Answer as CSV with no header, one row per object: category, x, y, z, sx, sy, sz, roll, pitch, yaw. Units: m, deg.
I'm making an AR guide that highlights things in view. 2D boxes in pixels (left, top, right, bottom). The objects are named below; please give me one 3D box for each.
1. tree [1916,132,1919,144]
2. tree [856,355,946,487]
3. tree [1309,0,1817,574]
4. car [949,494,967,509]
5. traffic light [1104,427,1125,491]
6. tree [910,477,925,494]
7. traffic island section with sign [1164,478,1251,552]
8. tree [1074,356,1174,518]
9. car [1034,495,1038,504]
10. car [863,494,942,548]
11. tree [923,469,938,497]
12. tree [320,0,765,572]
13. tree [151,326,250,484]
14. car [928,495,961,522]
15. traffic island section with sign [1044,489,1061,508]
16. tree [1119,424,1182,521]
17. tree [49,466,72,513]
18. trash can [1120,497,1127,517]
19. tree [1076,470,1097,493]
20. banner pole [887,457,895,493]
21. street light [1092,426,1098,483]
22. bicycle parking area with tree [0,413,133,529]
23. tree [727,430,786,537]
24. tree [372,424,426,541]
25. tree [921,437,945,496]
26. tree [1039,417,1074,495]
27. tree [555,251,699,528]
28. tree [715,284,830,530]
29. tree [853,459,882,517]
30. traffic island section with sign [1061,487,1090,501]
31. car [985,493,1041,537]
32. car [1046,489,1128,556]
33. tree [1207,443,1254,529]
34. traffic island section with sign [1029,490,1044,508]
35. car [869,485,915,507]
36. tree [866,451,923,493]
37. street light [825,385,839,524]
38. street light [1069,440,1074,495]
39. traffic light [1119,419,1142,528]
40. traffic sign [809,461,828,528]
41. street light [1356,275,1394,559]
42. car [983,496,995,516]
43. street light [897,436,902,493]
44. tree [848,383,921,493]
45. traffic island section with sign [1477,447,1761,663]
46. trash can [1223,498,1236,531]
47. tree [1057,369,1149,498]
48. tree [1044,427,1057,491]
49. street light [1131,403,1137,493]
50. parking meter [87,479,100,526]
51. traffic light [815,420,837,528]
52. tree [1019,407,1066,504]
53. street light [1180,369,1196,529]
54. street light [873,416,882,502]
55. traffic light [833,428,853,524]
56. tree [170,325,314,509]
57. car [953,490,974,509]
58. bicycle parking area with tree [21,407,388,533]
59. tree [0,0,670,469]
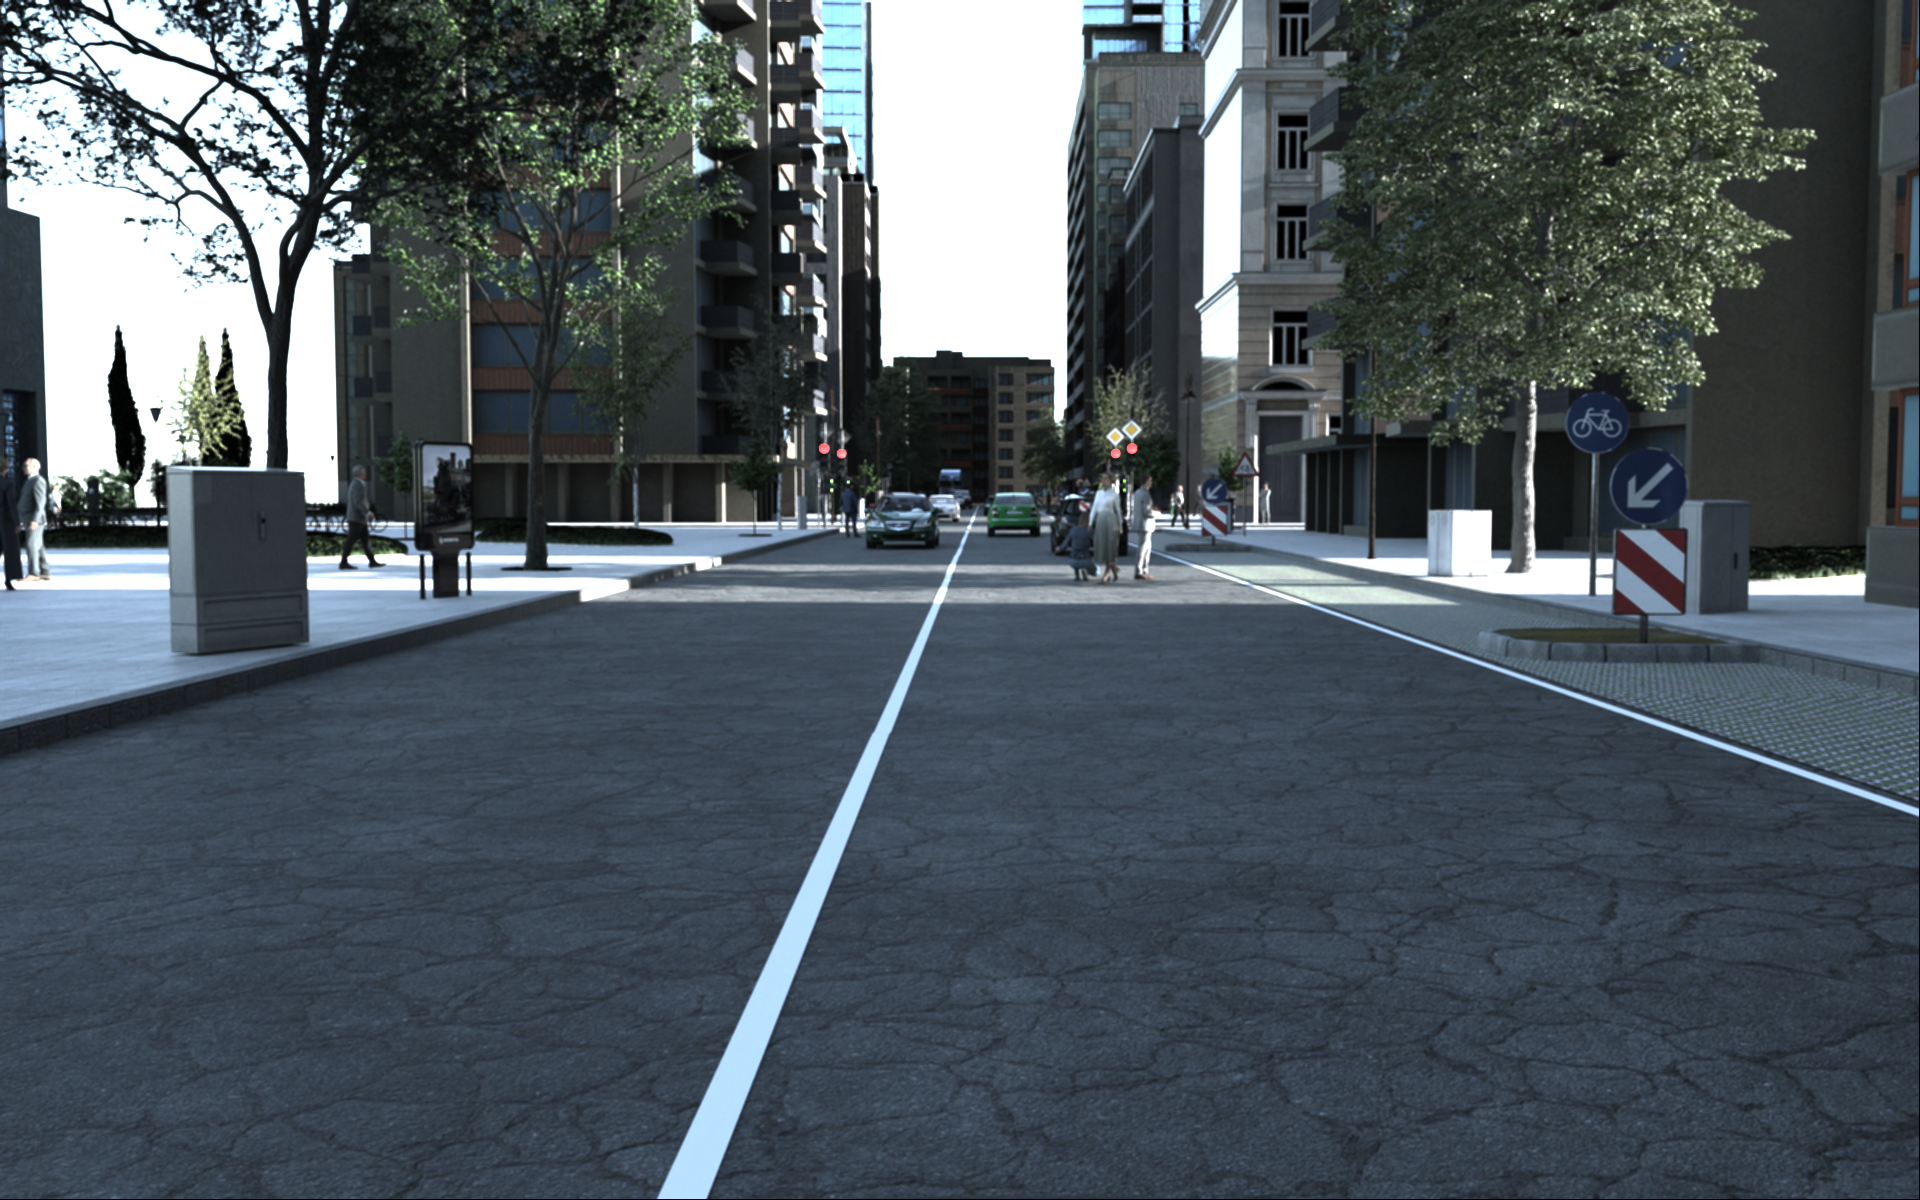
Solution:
tree,7.600,-3.661,10.219,4.360,8.622,3.978,0,3,0
tree,-4.904,-13.670,141.628,7.486,12.596,7.792,0,3,0
tree,9.559,-6.705,27.754,7.486,12.596,7.792,0,3,0
car,-0.428,-9.270,163.361,2.131,1.459,4.920,0,4,-1
traffic light,6.512,-5.139,72.943,0.839,4.253,0.868,0,4,1
tree,-4.472,-11.511,182.813,1.663,3.219,1.824,0,3,0
traffic island section with sign,6.151,-2.123,43.347,1.989,1.847,2.006,0,4,1
tree,9.210,-8.750,93.419,4.360,8.622,3.978,0,3,0
car,7.783,-10.607,186.009,1.945,1.354,3.894,0,4,1
car,-1.529,-2.162,47.140,2.131,1.459,4.920,0,4,1
tree,-4.375,-14.492,220.665,4.285,4.588,4.351,0,3,0
tree,-6.969,-6.304,28.824,9.928,11.665,9.643,0,3,0
tree,-33.666,-7.712,76.453,4.737,8.622,4.395,0,3,0
car,-0.996,-4.808,90.970,2.083,1.381,4.827,0,4,2
traffic island section with sign,7.268,-7.134,125.268,1.989,1.847,2.006,0,4,1
tree,9.016,-6.016,82.076,4.285,4.588,4.351,0,3,0
tree,-59.920,-12.547,106.963,13.155,14.587,18.604,0,3,0
trash can,9.082,-5.171,96.204,0.748,1.137,0.748,0,3,0
tree,10.312,-8.816,138.746,1.663,3.219,1.824,0,3,0
banner pole,-4.648,-7.832,118.077,0.863,3.779,0.401,-3,5,-40
street light,9.129,-8.867,117.756,0.468,5.910,1.993,0,4,1
bicycle parking area with tree,-34.631,-4.392,58.816,9.016,4.147,8.231,3,4,36
tree,-6.322,-3.561,52.821,1.663,3.219,1.824,0,3,0
tree,-15.596,-3.282,48.263,1.663,3.219,1.824,0,3,0
tree,-3.595,-16.216,215.492,4.360,8.622,3.978,0,3,0
tree,9.790,-12.886,161.049,4.360,8.622,3.978,0,3,0
tree,-9.960,-6.200,51.738,4.737,8.622,4.395,0,3,0
tree,-6.447,-6.772,61.087,4.360,8.622,3.978,0,3,0
tree,-5.179,-6.234,96.521,1.663,3.219,1.824,0,3,0
traffic island section with sign,6.897,-5.475,98.144,1.989,1.847,2.006,0,4,1
car,1.834,-3.118,59.782,1.959,1.807,4.718,0,4,1
car,3.088,-1.957,41.778,2.009,1.686,4.222,0,4,1
tree,9.823,-4.236,63.861,1.663,3.219,1.824,0,3,0
traffic island section with sign,7.931,-10.164,174.802,1.989,1.847,2.006,0,4,1
car,-2.168,-3.245,62.102,2.155,1.783,4.494,0,4,-1
tree,-5.296,-8.677,125.575,4.285,4.588,4.351,0,3,0
street light,-5.410,-6.150,73.342,0.468,5.910,1.993,0,4,1
street light,9.548,-10.674,147.309,0.468,5.910,1.993,0,4,1
traffic light,6.404,-4.651,64.959,0.839,4.253,0.868,0,4,1
traffic sign,-5.390,-4.032,66.027,0.768,2.556,0.104,0,4,7
street light,8.108,-3.740,33.935,0.468,5.910,1.993,0,4,1
car,2.482,-6.328,116.049,1.945,1.354,3.894,0,4,2
street light,-4.641,-9.729,131.861,0.468,5.910,1.993,0,4,1
tree,-5.061,-9.988,113.673,4.360,8.622,3.978,0,3,0
traffic island section with sign,5.783,-0.424,15.562,1.989,1.847,2.006,0,4,1
trash can,8.799,-2.815,57.671,0.748,1.137,0.748,0,3,0
tree,9.155,-9.315,102.665,4.737,8.622,4.395,0,3,0
tree,10.470,-14.029,179.739,4.737,8.622,4.395,0,3,0
street light,8.797,-7.079,88.528,0.468,5.910,1.993,0,4,1
parking meter,-32.994,-3.684,65.943,0.399,1.863,0.255,1,4,9
traffic light,-5.057,-4.659,65.097,0.839,4.253,0.868,0,4,1
tree,11.473,-18.809,225.646,7.486,12.596,7.792,0,3,0
street light,8.422,-5.576,63.956,0.468,5.910,1.993,0,4,1
street light,-4.860,-7.928,102.413,0.468,5.910,1.993,0,4,1
traffic light,-4.949,-5.147,73.081,0.839,4.253,0.868,0,4,1
tree,-60.288,-14.488,138.699,13.155,14.587,18.604,0,4,-4
car,0.173,-9.796,168.838,2.281,1.827,5.304,0,4,0
bicycle parking area with tree,-24.080,-4.244,56.393,8.231,4.147,9.016,3,4,37
tree,-6.223,-4.933,15.064,8.767,10.594,7.601,0,4,3
